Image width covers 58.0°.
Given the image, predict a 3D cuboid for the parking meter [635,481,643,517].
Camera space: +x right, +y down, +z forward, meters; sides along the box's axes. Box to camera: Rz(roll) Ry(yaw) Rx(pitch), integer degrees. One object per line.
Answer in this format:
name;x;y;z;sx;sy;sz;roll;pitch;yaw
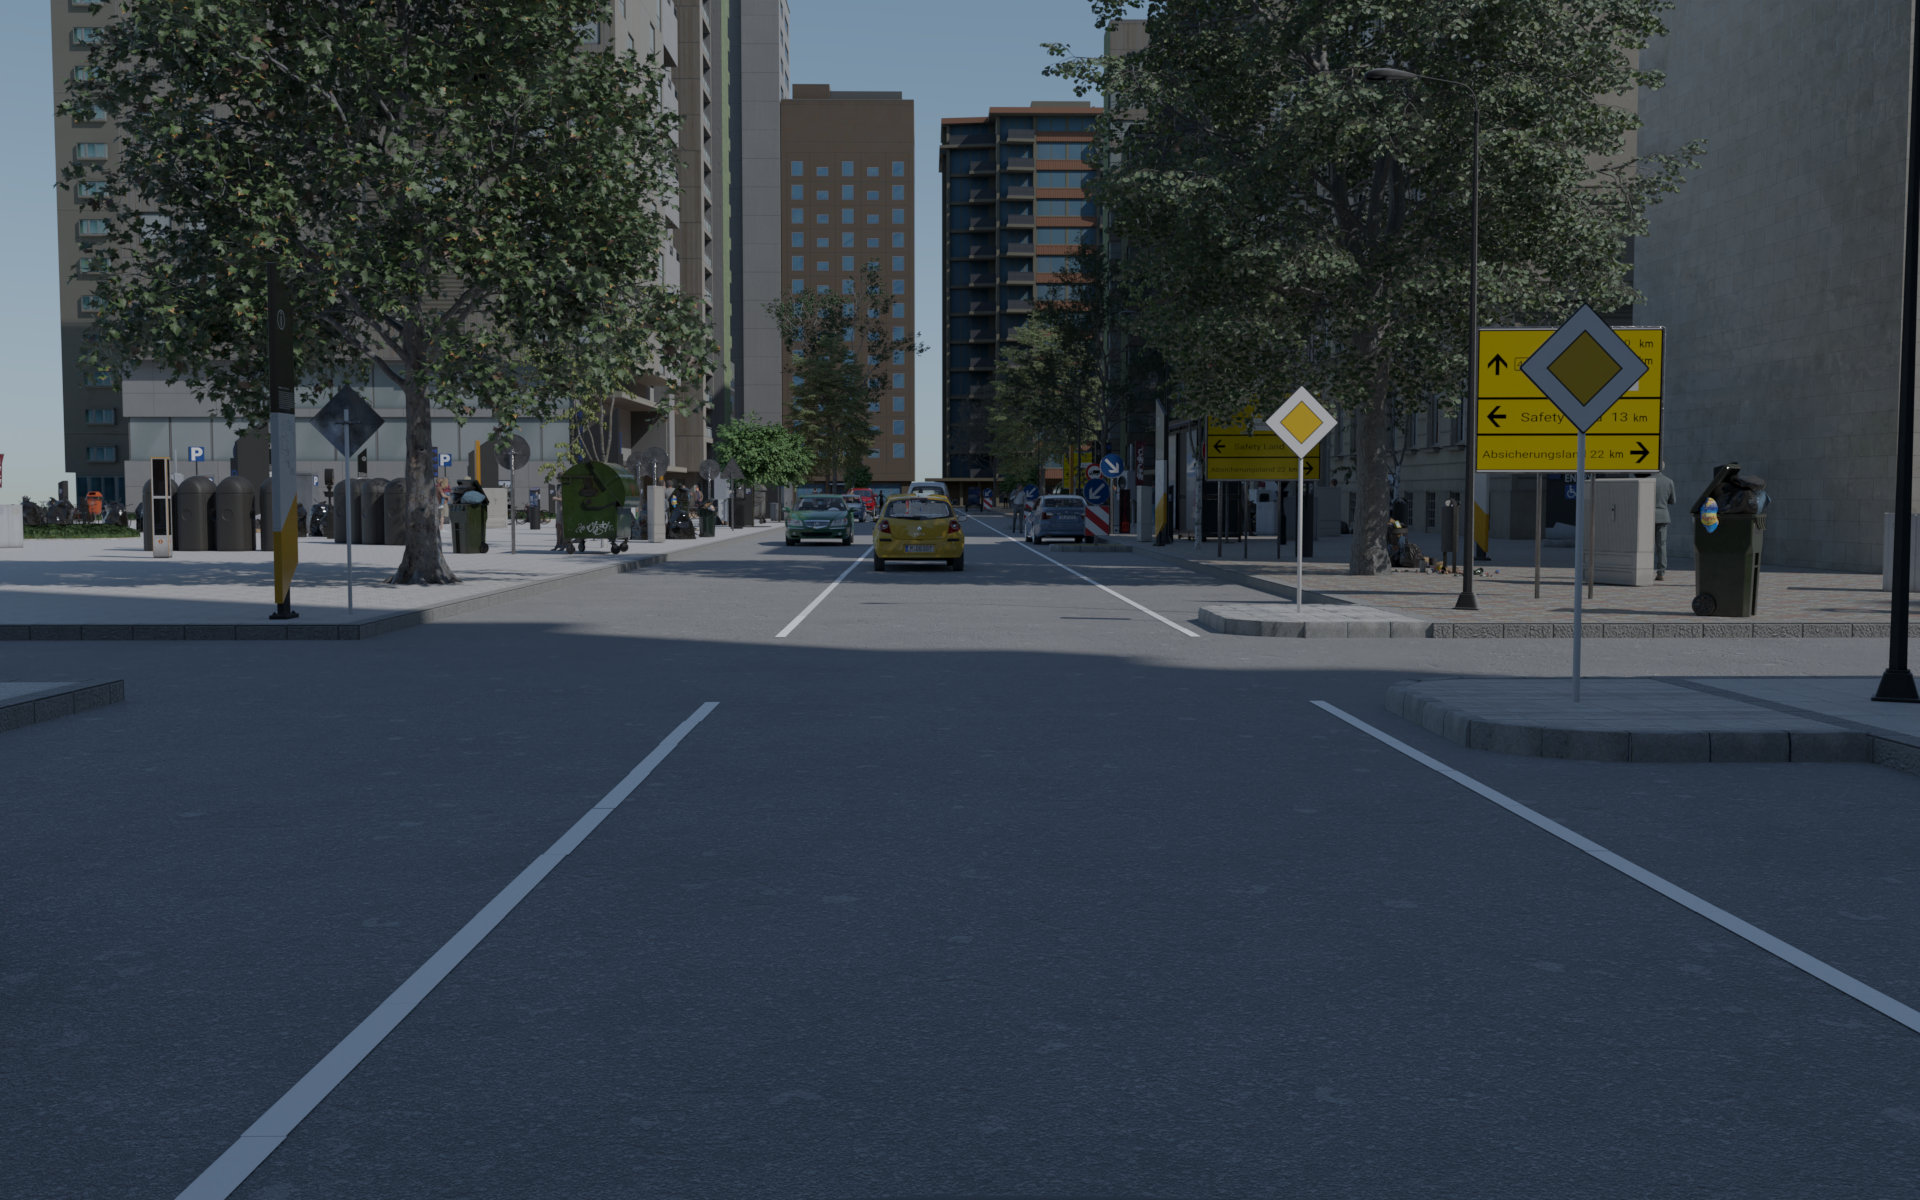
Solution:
parking meter;-13.879;-4.230;74.870;0.255;1.863;0.399;1;4;13

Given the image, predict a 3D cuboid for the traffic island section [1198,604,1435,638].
traffic island section;3.700;0.220;18.677;2.009;0.180;2.903;0;4;-1

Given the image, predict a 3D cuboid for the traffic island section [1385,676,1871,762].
traffic island section;3.849;0.709;10.693;2.009;0.180;2.903;0;4;-1

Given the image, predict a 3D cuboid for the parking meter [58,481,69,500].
parking meter;-38.740;-4.229;74.847;0.399;1.863;0.255;2;4;29

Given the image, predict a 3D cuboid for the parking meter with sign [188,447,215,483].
parking meter with sign;-27.489;-4.087;63.086;0.543;3.016;1.738;-3;5;-43

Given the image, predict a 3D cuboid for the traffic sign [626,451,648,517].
traffic sign;-9.557;-3.148;51.579;0.768;2.556;0.104;0;4;0

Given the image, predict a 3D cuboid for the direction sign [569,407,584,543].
direction sign;-9.992;-3.252;45.173;0.379;3.537;0.876;-2;4;-35

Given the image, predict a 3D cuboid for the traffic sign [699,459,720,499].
traffic sign;-9.122;-3.851;63.067;0.768;2.556;0.104;0;4;4

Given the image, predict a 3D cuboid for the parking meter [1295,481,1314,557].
parking meter;7.003;-1.804;35.207;0.255;1.863;0.399;2;4;34

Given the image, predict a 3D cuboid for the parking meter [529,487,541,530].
parking meter;-15.296;-3.297;62.323;0.372;1.533;0.369;0;3;0

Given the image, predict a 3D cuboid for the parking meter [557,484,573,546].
parking meter;-9.693;-2.083;42.473;0.372;1.533;0.369;0;3;0

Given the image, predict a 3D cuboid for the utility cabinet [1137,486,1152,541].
utility cabinet;4.993;-2.329;46.753;0.318;1.500;1.173;0;4;0

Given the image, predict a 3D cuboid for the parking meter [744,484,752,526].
parking meter;-8.531;-3.930;69.971;0.399;1.863;0.255;0;4;-2

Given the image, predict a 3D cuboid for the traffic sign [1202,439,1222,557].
traffic sign;5.301;-2.151;35.278;0.768;2.556;0.104;0;4;2

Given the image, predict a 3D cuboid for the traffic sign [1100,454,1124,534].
traffic sign;4.824;-3.357;54.994;0.768;2.556;0.104;0;4;3

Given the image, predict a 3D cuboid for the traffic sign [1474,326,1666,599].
traffic sign;7.398;-1.666;21.115;2.265;3.308;0.079;0;4;3

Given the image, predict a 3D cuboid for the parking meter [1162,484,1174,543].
parking meter;5.468;-2.290;45.853;0.372;1.533;0.369;0;3;0

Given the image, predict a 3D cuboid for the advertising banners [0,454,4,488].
advertising banners;-42.113;-4.779;74.324;2.074;3.025;0.090;-3;5;-42

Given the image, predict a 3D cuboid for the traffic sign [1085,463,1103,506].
traffic sign;5.571;-4.381;71.727;0.768;2.556;0.104;0;4;6

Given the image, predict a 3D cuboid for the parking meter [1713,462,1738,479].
parking meter;14.013;-1.594;31.781;0.399;1.863;0.255;3;5;41

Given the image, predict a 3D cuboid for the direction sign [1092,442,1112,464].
direction sign;6.197;-5.128;75.840;0.876;3.537;0.379;-1;4;-9

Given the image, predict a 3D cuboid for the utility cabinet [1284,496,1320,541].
utility cabinet;9.443;-2.257;48.068;1.020;1.237;0.306;2;4;26

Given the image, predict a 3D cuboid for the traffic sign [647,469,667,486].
traffic sign;-9.550;-3.316;54.326;0.768;2.556;0.104;0;4;0

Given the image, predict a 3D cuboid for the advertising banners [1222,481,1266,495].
advertising banners;11.413;-4.470;69.268;2.074;3.025;0.090;0;4;8

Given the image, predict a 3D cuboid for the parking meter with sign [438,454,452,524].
parking meter with sign;-22.056;-4.757;74.036;0.543;3.016;1.738;-1;4;-12

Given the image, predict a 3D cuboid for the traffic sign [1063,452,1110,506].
traffic sign;6.069;-5.465;83.223;2.265;3.308;0.079;1;4;9

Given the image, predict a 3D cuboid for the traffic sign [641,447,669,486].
traffic sign;-8.220;-2.849;46.681;0.768;2.556;0.104;0;4;8

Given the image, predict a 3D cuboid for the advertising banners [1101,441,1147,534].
advertising banners;5.346;-3.681;56.372;2.074;3.025;0.090;-3;5;-40

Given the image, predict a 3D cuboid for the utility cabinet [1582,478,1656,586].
utility cabinet;9.262;-0.964;24.443;0.318;1.500;1.173;-1;4;-19

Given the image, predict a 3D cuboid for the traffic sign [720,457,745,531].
traffic sign;-7.877;-3.669;59.986;0.884;2.594;0.081;0;4;2

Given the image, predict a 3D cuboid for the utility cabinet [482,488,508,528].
utility cabinet;-17.459;-3.418;64.565;0.318;1.500;1.173;3;5;43

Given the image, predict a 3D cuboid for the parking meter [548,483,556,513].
parking meter;-21.986;-5.363;93.403;0.399;1.863;0.255;-1;4;-12

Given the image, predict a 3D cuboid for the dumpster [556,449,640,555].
dumpster;-7.820;-2.135;37.409;1.502;2.255;1.985;0;4;-1

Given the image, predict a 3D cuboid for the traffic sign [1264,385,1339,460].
traffic sign;3.676;-1.003;18.594;0.795;2.593;0.064;0;4;-1

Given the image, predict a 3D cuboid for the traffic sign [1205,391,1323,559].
traffic sign;5.991;-2.468;34.229;2.265;3.308;0.079;0;4;7

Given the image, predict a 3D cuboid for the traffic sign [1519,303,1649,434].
traffic sign;3.826;-0.515;10.610;0.795;2.593;0.064;0;4;-1

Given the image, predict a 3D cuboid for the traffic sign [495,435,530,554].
traffic sign;-9.500;-2.243;36.776;0.768;2.556;0.104;0;4;2

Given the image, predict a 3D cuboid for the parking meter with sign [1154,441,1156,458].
parking meter with sign;7.012;-3.662;56.141;0.543;3.016;1.738;-2;4;-28

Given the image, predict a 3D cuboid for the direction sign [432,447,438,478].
direction sign;-25.228;-5.533;82.459;0.379;3.537;0.876;3;5;40

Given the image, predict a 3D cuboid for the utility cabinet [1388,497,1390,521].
utility cabinet;9.805;-1.813;40.798;0.306;1.237;1.020;0;4;-6

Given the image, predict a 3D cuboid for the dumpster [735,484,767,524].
dumpster;-8.985;-4.197;74.372;1.264;1.857;1.865;0;4;-1

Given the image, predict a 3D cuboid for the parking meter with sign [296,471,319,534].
parking meter with sign;-21.197;-3.663;56.146;1.738;3.016;0.543;0;4;6

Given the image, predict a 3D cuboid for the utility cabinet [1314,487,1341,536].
utility cabinet;10.914;-2.672;52.370;1.173;1.500;0.318;-1;4;-16

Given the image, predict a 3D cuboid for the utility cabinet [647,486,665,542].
utility cabinet;-8.036;-2.275;45.880;0.318;1.500;1.173;-1;4;-18

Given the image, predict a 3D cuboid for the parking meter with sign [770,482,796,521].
parking meter with sign;-8.369;-5.285;82.671;0.543;3.016;1.738;2;4;32
